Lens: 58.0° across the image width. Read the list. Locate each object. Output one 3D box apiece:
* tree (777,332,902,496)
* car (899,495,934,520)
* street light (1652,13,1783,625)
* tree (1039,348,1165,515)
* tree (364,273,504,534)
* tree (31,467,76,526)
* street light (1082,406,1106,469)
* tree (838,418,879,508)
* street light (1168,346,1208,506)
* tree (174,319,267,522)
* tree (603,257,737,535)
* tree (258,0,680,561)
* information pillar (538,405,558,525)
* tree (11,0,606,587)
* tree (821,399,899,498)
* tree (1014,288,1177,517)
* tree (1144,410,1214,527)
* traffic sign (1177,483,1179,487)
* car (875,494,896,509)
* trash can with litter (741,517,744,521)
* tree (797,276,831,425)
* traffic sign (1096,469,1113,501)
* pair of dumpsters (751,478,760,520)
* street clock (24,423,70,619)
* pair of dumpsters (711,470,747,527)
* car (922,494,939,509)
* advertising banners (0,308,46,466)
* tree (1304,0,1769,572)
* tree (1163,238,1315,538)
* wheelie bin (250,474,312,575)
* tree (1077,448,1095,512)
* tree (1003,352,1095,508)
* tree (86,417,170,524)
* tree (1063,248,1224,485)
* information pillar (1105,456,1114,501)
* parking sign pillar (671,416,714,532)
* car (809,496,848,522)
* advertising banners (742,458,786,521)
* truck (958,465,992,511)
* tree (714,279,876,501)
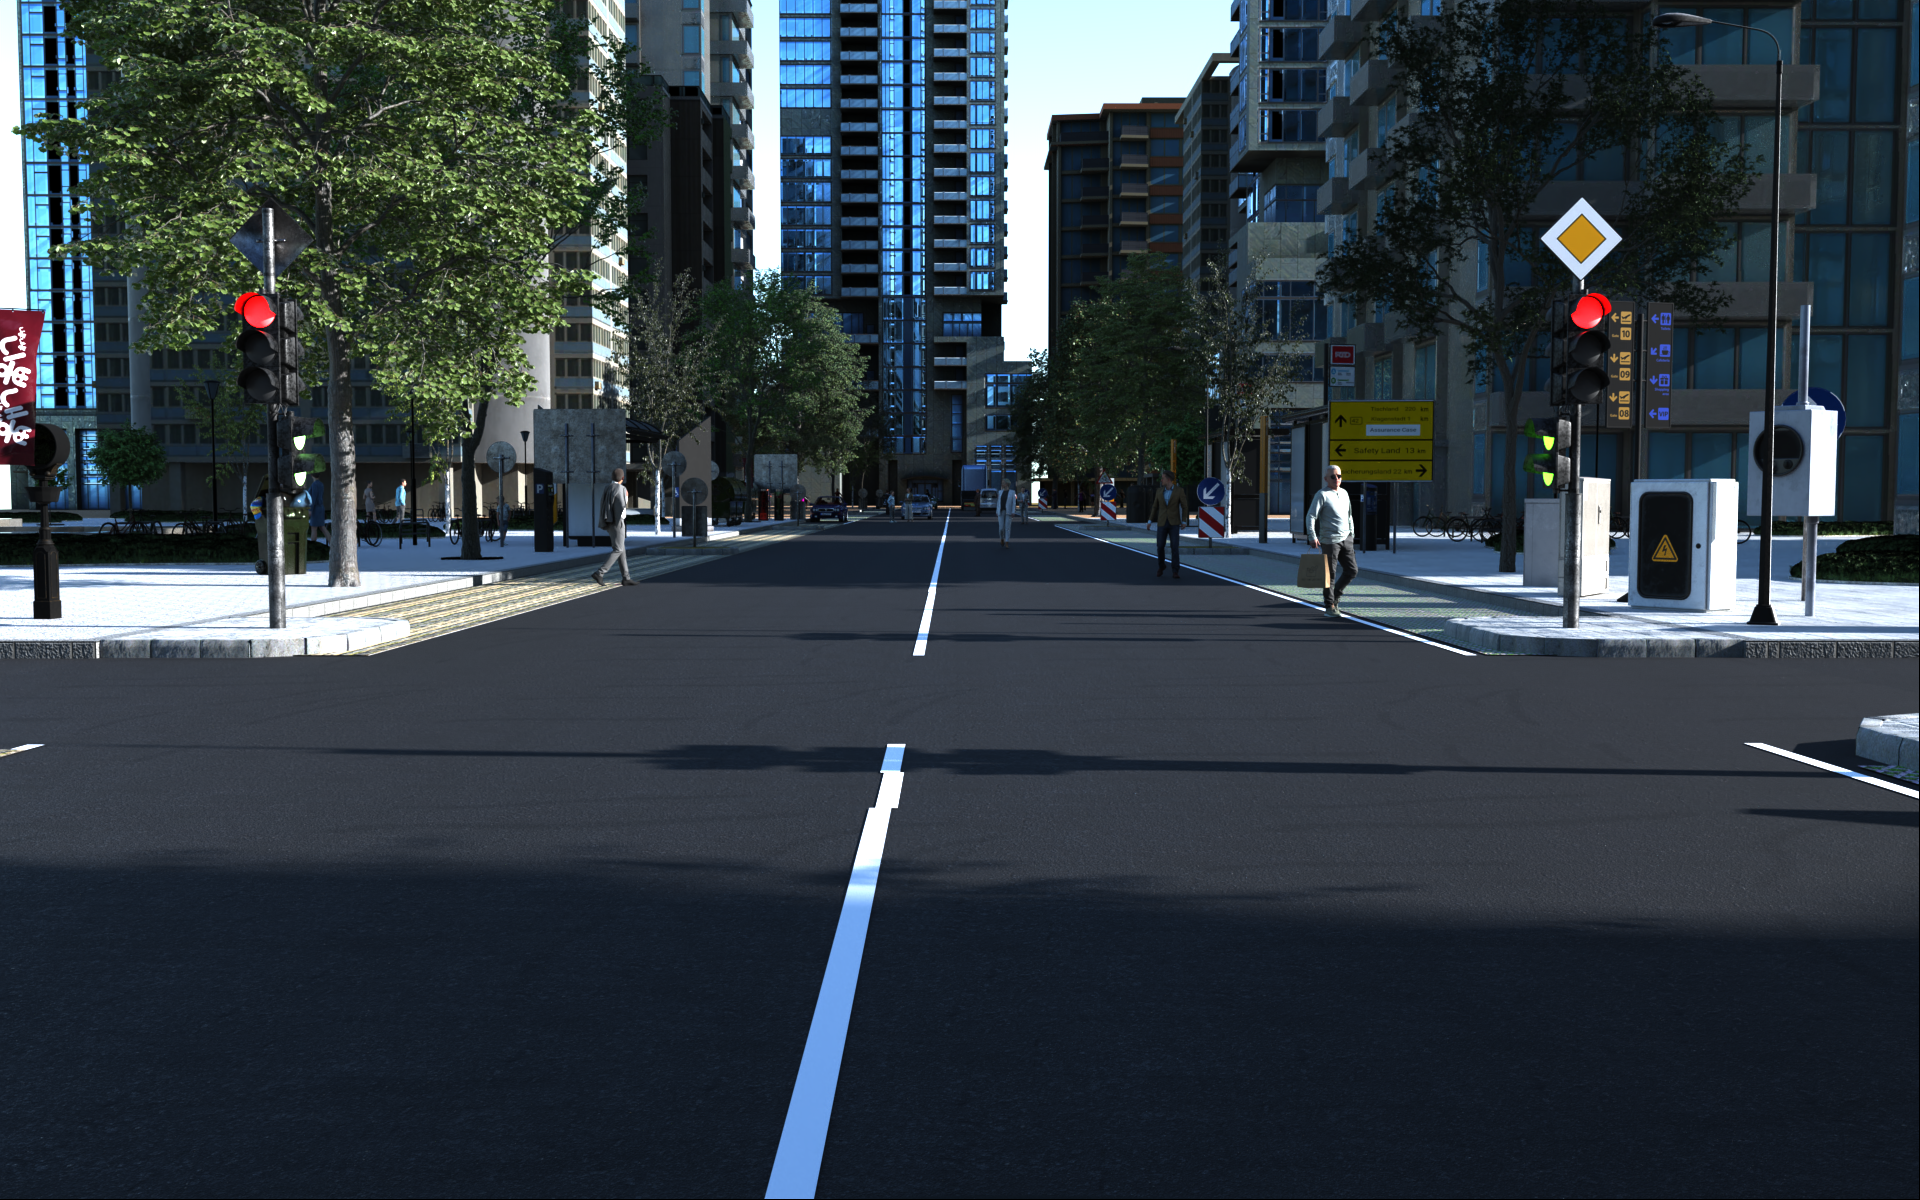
[{"bbox_3d":[-9.604,-13.390,129.293,12.009,13.543,11.850,0,3,0],"label":"tree"},{"bbox_3d":[-2.451,-5.327,99.096,2.014,1.417,4.499,0,3,0],"label":"car"},{"bbox_3d":[7.384,-2.714,16.909,1.470,5.913,1.316,0,4,0],"label":"street light"},{"bbox_3d":[8.661,-11.110,107.409,9.928,11.665,9.643,0,3,0],"label":"tree"},{"bbox_3d":[-16.812,-6.447,55.775,4.737,8.622,4.395,0,3,0],"label":"tree"},{"bbox_3d":[-37.328,-4.660,70.787,1.663,3.219,1.824,0,3,0],"label":"tree"},{"bbox_3d":[7.101,-7.254,91.147,1.470,5.913,1.316,0,4,0],"label":"street light"},{"bbox_3d":[-9.477,-12.584,156.110,4.737,8.622,4.395,0,3,0],"label":"tree"},{"bbox_3d":[7.228,-5.015,54.539,1.470,5.913,1.316,0,4,0],"label":"street light"},{"bbox_3d":[-29.437,-7.355,70.614,4.737,8.622,4.395,0,3,0],"label":"tree"},{"bbox_3d":[-9.442,-6.394,54.909,4.360,8.622,3.978,0,3,0],"label":"tree"},{"bbox_3d":[-9.515,-6.607,33.784,9.928,11.665,9.643,0,3,0],"label":"tree"},{"bbox_3d":[-10.840,-3.312,45.502,0.504,3.616,0.183,0,4,5],"label":"information pillar"},{"bbox_3d":[-8.986,-6.466,23.847,7.486,12.596,7.792,0,3,0],"label":"tree"},{"bbox_3d":[-9.748,-14.332,168.737,8.767,10.594,7.601,1,4,12],"label":"tree"},{"bbox_3d":[7.835,-11.007,96.974,9.611,12.733,9.660,0,3,0],"label":"tree"},{"bbox_3d":[8.902,-5.151,67.939,4.285,4.588,4.351,0,3,0],"label":"tree"},{"bbox_3d":[9.107,-4.418,72.342,0.768,2.556,0.104,1,4,8],"label":"traffic sign"},{"bbox_3d":[-6.991,-9.342,162.523,2.009,1.686,4.222,0,4,-1],"label":"car"},{"bbox_3d":[-10.344,-4.210,80.228,0.624,1.170,1.055,-3,4,-36],"label":"trash can with litter"},{"bbox_3d":[-9.509,-9.334,78.363,9.928,11.665,9.643,0,3,0],"label":"tree"},{"bbox_3d":[7.423,-5.444,89.009,0.884,2.594,0.081,0,4,6],"label":"traffic sign"},{"bbox_3d":[-10.882,-5.091,85.732,1.574,2.255,4.437,0,4,0],"label":"pair of dumpsters"},{"bbox_3d":[-9.402,-0.809,17.790,0.471,2.002,0.358,0,4,7],"label":"street clock"},{"bbox_3d":[-9.575,-4.111,69.708,1.574,2.255,4.437,0,3,0],"label":"pair of dumpsters"},{"bbox_3d":[-3.040,-9.286,163.627,2.131,1.459,4.920,0,4,-2],"label":"car"},{"bbox_3d":[-9.575,-1.212,16.010,2.074,3.025,0.090,-2,4,-28],"label":"advertising banners"},{"bbox_3d":[9.320,-5.744,28.328,7.601,10.594,8.767,-2,4,-29],"label":"tree"},{"bbox_3d":[8.128,-6.137,50.701,4.360,8.622,3.978,0,3,0],"label":"tree"},{"bbox_3d":[-10.802,-1.210,27.689,0.693,1.594,0.980,2,4,33],"label":"wheelie bin"},{"bbox_3d":[8.916,-10.788,126.745,4.737,8.622,4.395,0,3,0],"label":"tree"},{"bbox_3d":[8.627,-15.219,155.486,9.857,13.997,8.962,0,3,0],"label":"tree"},{"bbox_3d":[-35.668,-5.545,74.367,4.285,4.588,4.351,0,3,0],"label":"tree"},{"bbox_3d":[8.809,-9.920,80.321,7.486,12.596,7.792,0,3,0],"label":"tree"},{"bbox_3d":[7.736,-6.020,89.778,0.504,3.616,0.183,-1,4,-12],"label":"information pillar"},{"bbox_3d":[-9.210,-4.348,59.556,1.447,3.967,1.447,-3,5,-41],"label":"parking sign pillar"},{"bbox_3d":[-6.752,-4.698,89.395,1.945,1.354,3.894,0,4,1],"label":"car"},{"bbox_3d":[-9.443,-5.331,83.344,2.074,3.025,0.090,0,4,-2],"label":"advertising banners"},{"bbox_3d":[1.390,-10.060,154.239,2.967,4.110,18.799,0,4,-1],"label":"truck"},{"bbox_3d":[-9.779,-11.922,101.578,9.857,13.997,8.962,0,3,0],"label":"tree"}]
